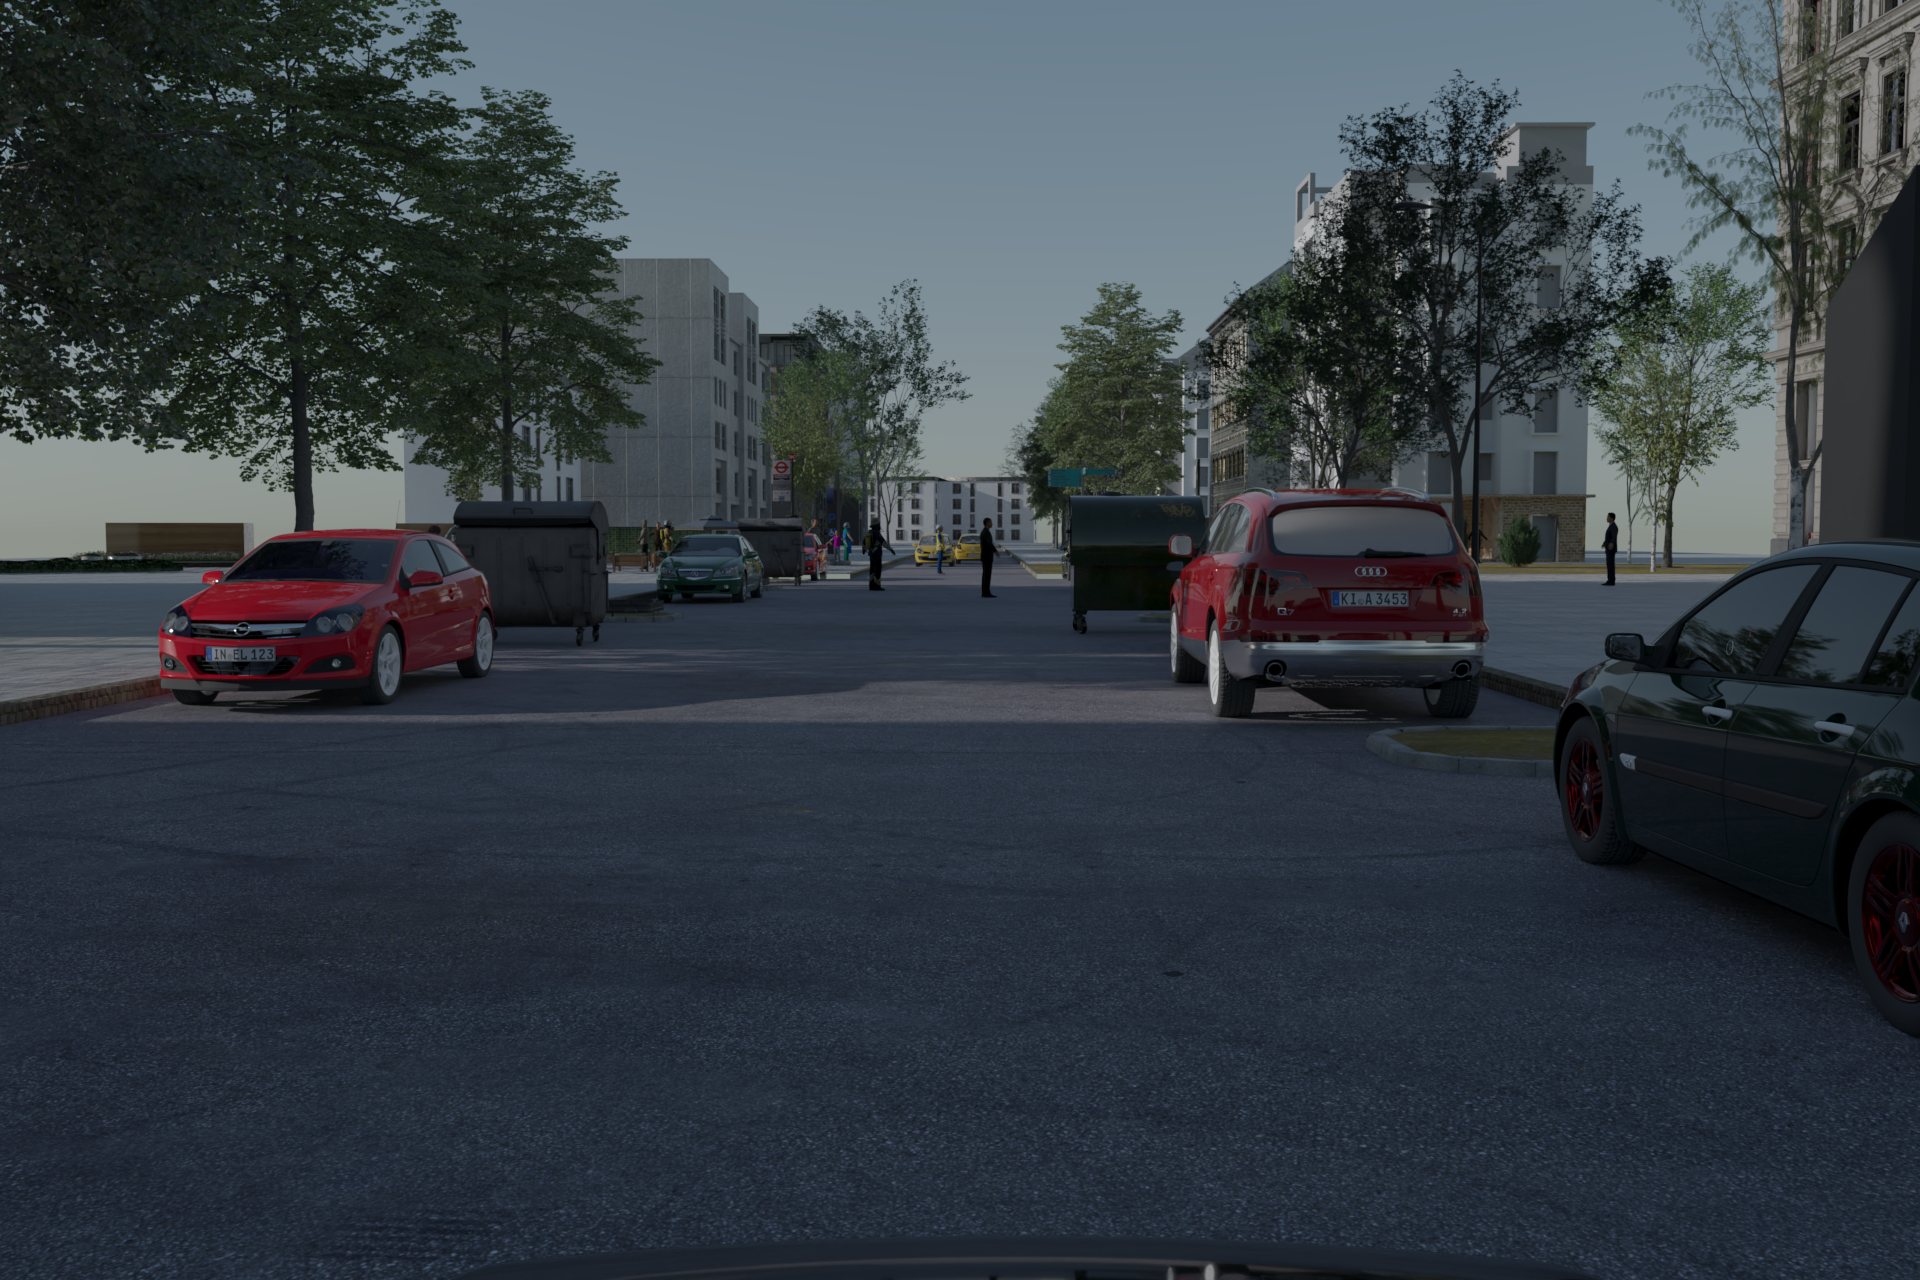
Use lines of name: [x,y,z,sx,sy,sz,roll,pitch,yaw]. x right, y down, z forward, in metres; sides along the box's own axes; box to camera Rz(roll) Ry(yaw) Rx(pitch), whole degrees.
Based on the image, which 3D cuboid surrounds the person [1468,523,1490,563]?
person: [22.594,-4.247,75.632,0.705,1.806,1.347,-2,4,-24]

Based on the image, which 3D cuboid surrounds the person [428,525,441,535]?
person: [-8.831,-1.174,28.464,0.421,1.427,0.697,3,4,36]

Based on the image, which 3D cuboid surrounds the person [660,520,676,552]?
person: [-11.685,-3.891,69.391,0.705,1.858,1.354,-2,4,-26]

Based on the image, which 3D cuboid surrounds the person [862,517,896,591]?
person: [-2.115,-2.177,43.836,0.705,1.856,1.354,-3,4,-38]

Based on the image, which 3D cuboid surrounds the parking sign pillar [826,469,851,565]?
parking sign pillar: [-5.237,-5.088,71.664,1.447,3.967,1.447,0,4,1]

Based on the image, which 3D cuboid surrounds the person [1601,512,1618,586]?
person: [16.149,-2.263,43.050,0.704,1.823,1.345,1,4,12]

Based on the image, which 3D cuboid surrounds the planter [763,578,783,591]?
planter: [-5.577,-1.415,44.273,1.991,0.319,1.994,0,4,1]

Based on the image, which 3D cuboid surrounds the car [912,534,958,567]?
car: [-1.093,-4.094,77.165,2.015,1.641,3.980,0,4,1]

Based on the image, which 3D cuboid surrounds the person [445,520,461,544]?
person: [-15.777,-2.976,54.494,0.704,1.849,1.345,2,4,30]

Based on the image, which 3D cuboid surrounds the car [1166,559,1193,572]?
car: [3.585,-0.708,20.613,2.155,1.783,4.494,0,4,1]

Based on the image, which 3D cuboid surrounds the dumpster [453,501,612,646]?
dumpster: [-5.560,-0.876,22.544,1.865,1.857,1.264,0,4,1]

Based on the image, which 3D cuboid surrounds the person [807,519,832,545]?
person: [-5.004,-3.290,60.064,0.705,1.796,1.348,3,5,45]

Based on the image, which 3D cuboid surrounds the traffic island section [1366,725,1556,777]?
traffic island section: [3.707,0.714,11.200,1.991,0.108,1.994,0,4,1]

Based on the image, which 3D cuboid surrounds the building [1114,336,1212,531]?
building: [27.740,-22.473,198.358,19.493,23.208,18.063,0,4,0]

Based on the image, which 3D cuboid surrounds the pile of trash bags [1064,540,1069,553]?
pile of trash bags: [5.176,-3.737,70.851,1.912,1.369,3.447,0,4,1]

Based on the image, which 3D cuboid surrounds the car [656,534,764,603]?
car: [-5.380,-1.581,37.644,2.131,1.459,4.920,0,4,1]

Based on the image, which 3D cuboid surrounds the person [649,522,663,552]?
person: [-13.467,-4.356,77.350,1.346,1.812,0.704,0,4,-1]

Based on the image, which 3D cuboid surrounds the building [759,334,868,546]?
building: [-25.353,-21.353,193.102,27.936,21.610,32.646,0,4,1]

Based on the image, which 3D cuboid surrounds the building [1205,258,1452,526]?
building: [27.655,-17.609,118.836,19.493,23.208,18.063,0,4,1]

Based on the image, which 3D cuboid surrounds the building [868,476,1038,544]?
building: [-2.994,-18.778,251.626,28.070,9.664,9.099,1,4,9]

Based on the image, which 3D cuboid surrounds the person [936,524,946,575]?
person: [-0.621,-3.214,61.462,0.721,1.772,1.216,0,4,-2]

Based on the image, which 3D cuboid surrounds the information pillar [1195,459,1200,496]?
information pillar: [7.406,-3.831,53.998,0.183,3.616,0.504,0,4,1]

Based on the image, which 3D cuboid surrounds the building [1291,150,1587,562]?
building: [22.910,-14.405,91.934,16.016,20.090,11.380,0,4,0]

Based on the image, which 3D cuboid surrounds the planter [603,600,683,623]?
planter: [-5.724,-0.483,29.036,1.991,0.319,1.994,0,4,1]

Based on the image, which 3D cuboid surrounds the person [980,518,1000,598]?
person: [0.641,-1.862,39.123,0.704,1.802,1.346,-1,4,-12]

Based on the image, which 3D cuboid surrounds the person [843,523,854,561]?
person: [-5.203,-4.525,80.112,0.704,1.817,1.347,-1,4,-20]

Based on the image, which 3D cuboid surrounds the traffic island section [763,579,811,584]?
traffic island section: [-5.434,-1.726,51.083,1.991,0.108,1.994,0,4,1]

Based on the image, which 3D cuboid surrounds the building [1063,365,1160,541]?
building: [27.251,-23.322,225.291,27.936,21.610,32.646,0,4,1]

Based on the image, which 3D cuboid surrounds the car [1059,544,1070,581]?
car: [4.141,-2.732,54.459,2.009,1.686,4.222,0,3,0]

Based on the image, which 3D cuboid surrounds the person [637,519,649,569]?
person: [-11.465,-3.468,62.834,0.705,1.813,1.348,0,4,3]

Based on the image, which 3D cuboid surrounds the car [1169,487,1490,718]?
car: [3.022,-0.390,15.054,2.281,1.827,5.304,0,4,1]

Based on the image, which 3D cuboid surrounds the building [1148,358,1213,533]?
building: [24.843,-19.972,182.966,16.016,20.090,11.380,0,4,1]

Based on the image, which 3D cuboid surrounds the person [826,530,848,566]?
person: [-5.000,-3.725,70.167,0.991,1.433,0.599,1,4,16]

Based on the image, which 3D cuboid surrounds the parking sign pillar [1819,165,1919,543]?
parking sign pillar: [7.179,-1.524,13.384,1.447,3.967,1.447,0,4,0]

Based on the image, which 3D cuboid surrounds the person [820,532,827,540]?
person: [-6.770,-5.149,90.908,1.216,1.740,0.721,-1,4,-10]

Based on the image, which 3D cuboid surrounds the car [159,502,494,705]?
car: [-5.658,-0.418,15.881,2.155,1.783,4.494,0,4,1]

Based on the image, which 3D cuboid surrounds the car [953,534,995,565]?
car: [0.646,-4.439,82.805,2.015,1.641,3.980,0,4,1]

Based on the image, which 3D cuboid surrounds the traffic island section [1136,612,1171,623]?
traffic island section: [3.941,-0.360,28.747,1.991,0.108,1.994,0,4,0]

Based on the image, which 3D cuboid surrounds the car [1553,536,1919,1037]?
car: [3.547,0.213,6.305,2.009,1.686,4.222,0,4,1]

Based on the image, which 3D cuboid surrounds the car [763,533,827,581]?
car: [-5.212,-2.777,54.449,2.155,1.783,4.494,0,4,1]

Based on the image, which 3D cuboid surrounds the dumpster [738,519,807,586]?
dumpster: [-5.217,-2.440,48.111,1.865,1.857,1.264,0,4,1]
